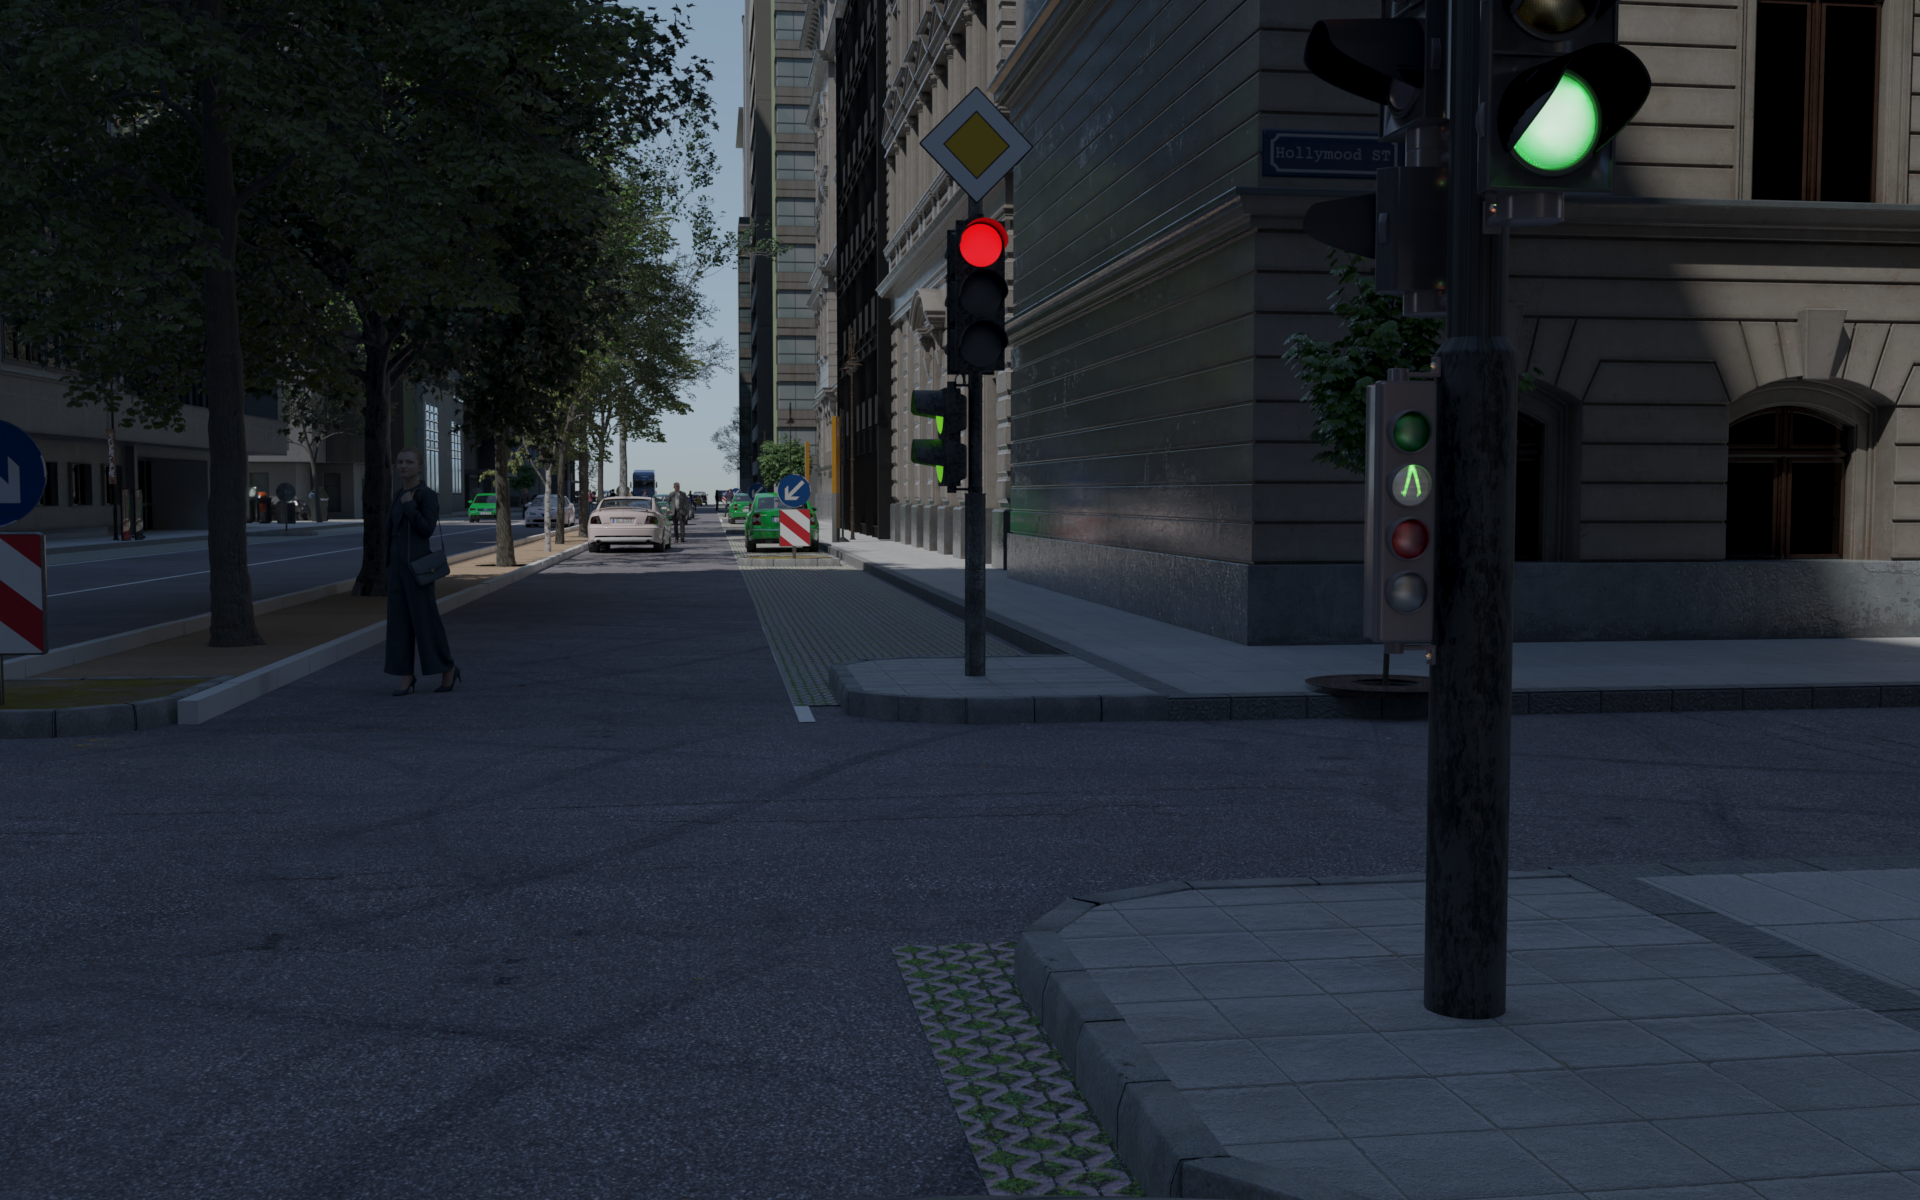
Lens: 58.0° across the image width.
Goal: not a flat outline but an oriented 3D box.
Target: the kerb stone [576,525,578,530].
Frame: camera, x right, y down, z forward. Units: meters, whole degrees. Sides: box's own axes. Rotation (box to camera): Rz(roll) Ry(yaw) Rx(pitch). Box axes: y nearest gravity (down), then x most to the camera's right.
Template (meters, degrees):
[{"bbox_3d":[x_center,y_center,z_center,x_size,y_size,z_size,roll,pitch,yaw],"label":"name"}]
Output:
[{"bbox_3d":[-15.152,-2.786,67.778,0.120,0.150,1.000,-1,4,-8],"label":"kerb stone"}]

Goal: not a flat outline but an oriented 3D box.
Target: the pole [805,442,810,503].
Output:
[{"bbox_3d":[-5.931,-4.491,67.277,0.158,3.312,0.155,0,3,0],"label":"pole"}]

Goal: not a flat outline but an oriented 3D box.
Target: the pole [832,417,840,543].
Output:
[{"bbox_3d":[-3.272,-3.171,45.687,0.158,3.312,0.155,0,3,0],"label":"pole"}]

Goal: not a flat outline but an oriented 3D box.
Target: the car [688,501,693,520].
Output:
[{"bbox_3d":[-15.761,-5.112,95.583,2.014,1.417,4.499,0,4,-7],"label":"car"}]

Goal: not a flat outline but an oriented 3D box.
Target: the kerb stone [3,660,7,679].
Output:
[{"bbox_3d":[-7.239,0.567,12.931,0.120,0.150,1.000,-1,4,-8],"label":"kerb stone"}]

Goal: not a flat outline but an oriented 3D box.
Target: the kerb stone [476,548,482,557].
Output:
[{"bbox_3d":[-11.056,-1.049,39.354,0.120,0.150,1.000,-1,4,-8],"label":"kerb stone"}]

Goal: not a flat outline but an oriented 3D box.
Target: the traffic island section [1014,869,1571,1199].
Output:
[{"bbox_3d":[1.271,1.097,4.346,2.009,0.180,2.903,-1,4,-8],"label":"traffic island section"}]

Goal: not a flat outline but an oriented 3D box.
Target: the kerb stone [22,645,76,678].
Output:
[{"bbox_3d":[-7.386,0.505,13.942,0.120,0.150,1.000,-1,4,-8],"label":"kerb stone"}]

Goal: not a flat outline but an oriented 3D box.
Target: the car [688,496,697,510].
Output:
[{"bbox_3d":[-24.408,-8.670,154.337,1.945,1.354,3.894,0,4,-7],"label":"car"}]

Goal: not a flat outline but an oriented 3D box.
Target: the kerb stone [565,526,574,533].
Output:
[{"bbox_3d":[-14.859,-2.659,65.743,0.120,0.150,1.000,-1,4,-8],"label":"kerb stone"}]

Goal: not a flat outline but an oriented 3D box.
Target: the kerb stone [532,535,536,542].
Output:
[{"bbox_3d":[-12.810,-1.794,51.522,0.120,0.150,1.000,-1,4,-8],"label":"kerb stone"}]

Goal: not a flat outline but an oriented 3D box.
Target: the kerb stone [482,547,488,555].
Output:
[{"bbox_3d":[-11.199,-1.108,40.373,0.120,0.150,1.000,-1,4,-8],"label":"kerb stone"}]

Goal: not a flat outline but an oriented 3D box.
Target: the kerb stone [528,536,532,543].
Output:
[{"bbox_3d":[-12.661,-1.728,50.508,0.120,0.150,1.000,-1,4,-8],"label":"kerb stone"}]

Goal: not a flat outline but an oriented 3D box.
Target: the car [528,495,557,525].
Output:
[{"bbox_3d":[-19.593,-4.332,82.827,2.014,1.417,4.499,-1,4,-10],"label":"car"}]

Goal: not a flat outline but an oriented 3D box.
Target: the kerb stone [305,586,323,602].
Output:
[{"bbox_3d":[-8.703,-0.050,23.080,0.120,0.150,1.000,-1,4,-8],"label":"kerb stone"}]

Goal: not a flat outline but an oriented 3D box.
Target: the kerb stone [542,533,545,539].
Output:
[{"bbox_3d":[-13.242,-1.978,54.570,0.120,0.150,1.000,-1,4,-8],"label":"kerb stone"}]

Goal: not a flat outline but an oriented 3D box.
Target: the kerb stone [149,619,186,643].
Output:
[{"bbox_3d":[-7.828,0.319,16.984,0.120,0.150,1.000,-1,4,-8],"label":"kerb stone"}]

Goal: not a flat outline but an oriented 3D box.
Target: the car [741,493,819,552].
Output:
[{"bbox_3d":[-4.552,-2.145,43.865,1.959,1.807,4.718,0,4,-8],"label":"car"}]

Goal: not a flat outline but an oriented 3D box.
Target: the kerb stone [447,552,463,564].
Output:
[{"bbox_3d":[-10.607,-0.862,36.297,0.120,0.150,1.000,-1,4,-8],"label":"kerb stone"}]

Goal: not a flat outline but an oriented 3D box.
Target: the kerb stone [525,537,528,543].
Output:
[{"bbox_3d":[-12.529,-1.670,49.495,0.120,0.150,1.000,-1,4,-8],"label":"kerb stone"}]

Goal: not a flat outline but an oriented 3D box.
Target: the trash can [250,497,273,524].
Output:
[{"bbox_3d":[-30.255,-3.894,75.317,0.748,1.137,0.748,0,3,0],"label":"trash can"}]

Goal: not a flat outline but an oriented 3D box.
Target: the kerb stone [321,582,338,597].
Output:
[{"bbox_3d":[-8.856,-0.116,24.095,0.120,0.150,1.000,-1,4,-8],"label":"kerb stone"}]

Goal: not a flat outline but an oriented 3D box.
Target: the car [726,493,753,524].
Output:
[{"bbox_3d":[-10.186,-4.538,83.000,1.959,1.807,4.718,-1,4,-10],"label":"car"}]

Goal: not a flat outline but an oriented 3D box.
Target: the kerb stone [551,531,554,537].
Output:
[{"bbox_3d":[-13.683,-2.166,57.616,0.120,0.150,1.000,-1,4,-8],"label":"kerb stone"}]

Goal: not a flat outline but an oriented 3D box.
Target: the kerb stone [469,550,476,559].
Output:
[{"bbox_3d":[-10.906,-0.988,38.343,0.120,0.150,1.000,-1,4,-8],"label":"kerb stone"}]

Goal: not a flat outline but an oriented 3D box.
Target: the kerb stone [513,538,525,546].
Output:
[{"bbox_3d":[-12.365,-1.604,48.486,0.120,0.150,1.000,-1,4,-8],"label":"kerb stone"}]

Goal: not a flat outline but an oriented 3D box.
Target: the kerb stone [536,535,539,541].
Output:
[{"bbox_3d":[-12.951,-1.856,52.538,0.120,0.150,1.000,-1,4,-8],"label":"kerb stone"}]

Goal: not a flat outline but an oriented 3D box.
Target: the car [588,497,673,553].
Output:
[{"bbox_3d":[-8.339,-1.927,43.873,2.083,1.381,4.827,0,4,-6],"label":"car"}]

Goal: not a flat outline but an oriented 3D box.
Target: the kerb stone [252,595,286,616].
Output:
[{"bbox_3d":[-8.414,0.072,21.048,0.120,0.150,1.000,-1,4,-8],"label":"kerb stone"}]

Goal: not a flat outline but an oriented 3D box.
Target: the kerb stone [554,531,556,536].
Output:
[{"bbox_3d":[-13.983,-2.290,59.641,0.120,0.150,1.000,-1,4,-8],"label":"kerb stone"}]

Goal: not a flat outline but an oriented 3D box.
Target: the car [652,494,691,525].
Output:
[{"bbox_3d":[-13.684,-4.232,80.985,2.131,1.459,4.920,0,4,-7],"label":"car"}]

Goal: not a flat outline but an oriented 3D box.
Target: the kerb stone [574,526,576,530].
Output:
[{"bbox_3d":[-15.013,-2.723,66.764,0.120,0.150,1.000,-1,4,-8],"label":"kerb stone"}]

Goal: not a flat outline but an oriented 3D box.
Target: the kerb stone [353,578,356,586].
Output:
[{"bbox_3d":[-9.152,-0.238,26.130,0.120,0.150,1.000,-1,4,-8],"label":"kerb stone"}]

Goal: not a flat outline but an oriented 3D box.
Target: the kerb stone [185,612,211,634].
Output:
[{"bbox_3d":[-7.970,0.261,18.007,0.120,0.150,1.000,-1,4,-8],"label":"kerb stone"}]

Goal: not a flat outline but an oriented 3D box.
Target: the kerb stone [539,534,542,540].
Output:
[{"bbox_3d":[-13.104,-1.918,53.548,0.120,0.150,1.000,-1,4,-8],"label":"kerb stone"}]

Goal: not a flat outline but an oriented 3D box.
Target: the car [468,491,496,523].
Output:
[{"bbox_3d":[-23.993,-4.865,88.331,1.959,1.807,4.718,-1,4,-10],"label":"car"}]

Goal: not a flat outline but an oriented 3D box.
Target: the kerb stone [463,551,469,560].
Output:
[{"bbox_3d":[-10.757,-0.925,37.315,0.120,0.150,1.000,-1,4,-8],"label":"kerb stone"}]

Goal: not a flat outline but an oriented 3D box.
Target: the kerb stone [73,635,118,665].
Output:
[{"bbox_3d":[-7.529,0.442,14.962,0.120,0.150,1.000,-1,4,-8],"label":"kerb stone"}]

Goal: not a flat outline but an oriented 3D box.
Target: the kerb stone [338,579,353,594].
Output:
[{"bbox_3d":[-8.999,-0.178,25.113,0.120,0.150,1.000,-1,4,-8],"label":"kerb stone"}]

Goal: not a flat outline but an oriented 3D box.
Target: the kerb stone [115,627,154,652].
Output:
[{"bbox_3d":[-7.680,0.382,15.973,0.120,0.150,1.000,-1,4,-8],"label":"kerb stone"}]

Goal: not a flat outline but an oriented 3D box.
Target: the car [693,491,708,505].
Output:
[{"bbox_3d":[-33.981,-13.293,226.011,2.281,1.827,5.304,-1,4,-8],"label":"car"}]

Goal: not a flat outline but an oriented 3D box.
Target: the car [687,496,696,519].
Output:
[{"bbox_3d":[-16.516,-5.459,101.839,1.945,1.354,3.894,0,4,-7],"label":"car"}]

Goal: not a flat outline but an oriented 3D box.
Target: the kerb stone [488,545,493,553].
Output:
[{"bbox_3d":[-11.349,-1.174,41.383,0.120,0.150,1.000,-1,4,-8],"label":"kerb stone"}]

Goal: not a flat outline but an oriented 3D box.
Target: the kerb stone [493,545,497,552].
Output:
[{"bbox_3d":[-11.493,-1.235,42.395,0.120,0.150,1.000,-1,4,-8],"label":"kerb stone"}]

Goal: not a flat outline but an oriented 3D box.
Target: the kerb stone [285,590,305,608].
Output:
[{"bbox_3d":[-8.557,0.008,22.068,0.120,0.150,1.000,-1,4,-8],"label":"kerb stone"}]

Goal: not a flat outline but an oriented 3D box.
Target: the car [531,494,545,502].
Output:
[{"bbox_3d":[-35.414,-8.343,146.195,2.009,1.686,4.222,-1,4,-8],"label":"car"}]

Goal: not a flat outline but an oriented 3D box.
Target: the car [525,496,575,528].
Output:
[{"bbox_3d":[-17.916,-3.881,75.816,2.083,1.381,4.827,0,4,-8],"label":"car"}]

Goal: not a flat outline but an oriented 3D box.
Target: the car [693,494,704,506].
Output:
[{"bbox_3d":[-31.280,-11.884,204.519,2.015,1.641,3.980,0,4,-7],"label":"car"}]

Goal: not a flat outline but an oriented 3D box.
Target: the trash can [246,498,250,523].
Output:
[{"bbox_3d":[-31.495,-3.967,76.518,0.748,1.137,0.748,0,3,0],"label":"trash can"}]

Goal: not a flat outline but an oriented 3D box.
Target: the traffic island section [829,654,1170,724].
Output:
[{"bbox_3d":[0.130,0.614,12.250,2.009,0.180,2.903,-1,4,-8],"label":"traffic island section"}]
